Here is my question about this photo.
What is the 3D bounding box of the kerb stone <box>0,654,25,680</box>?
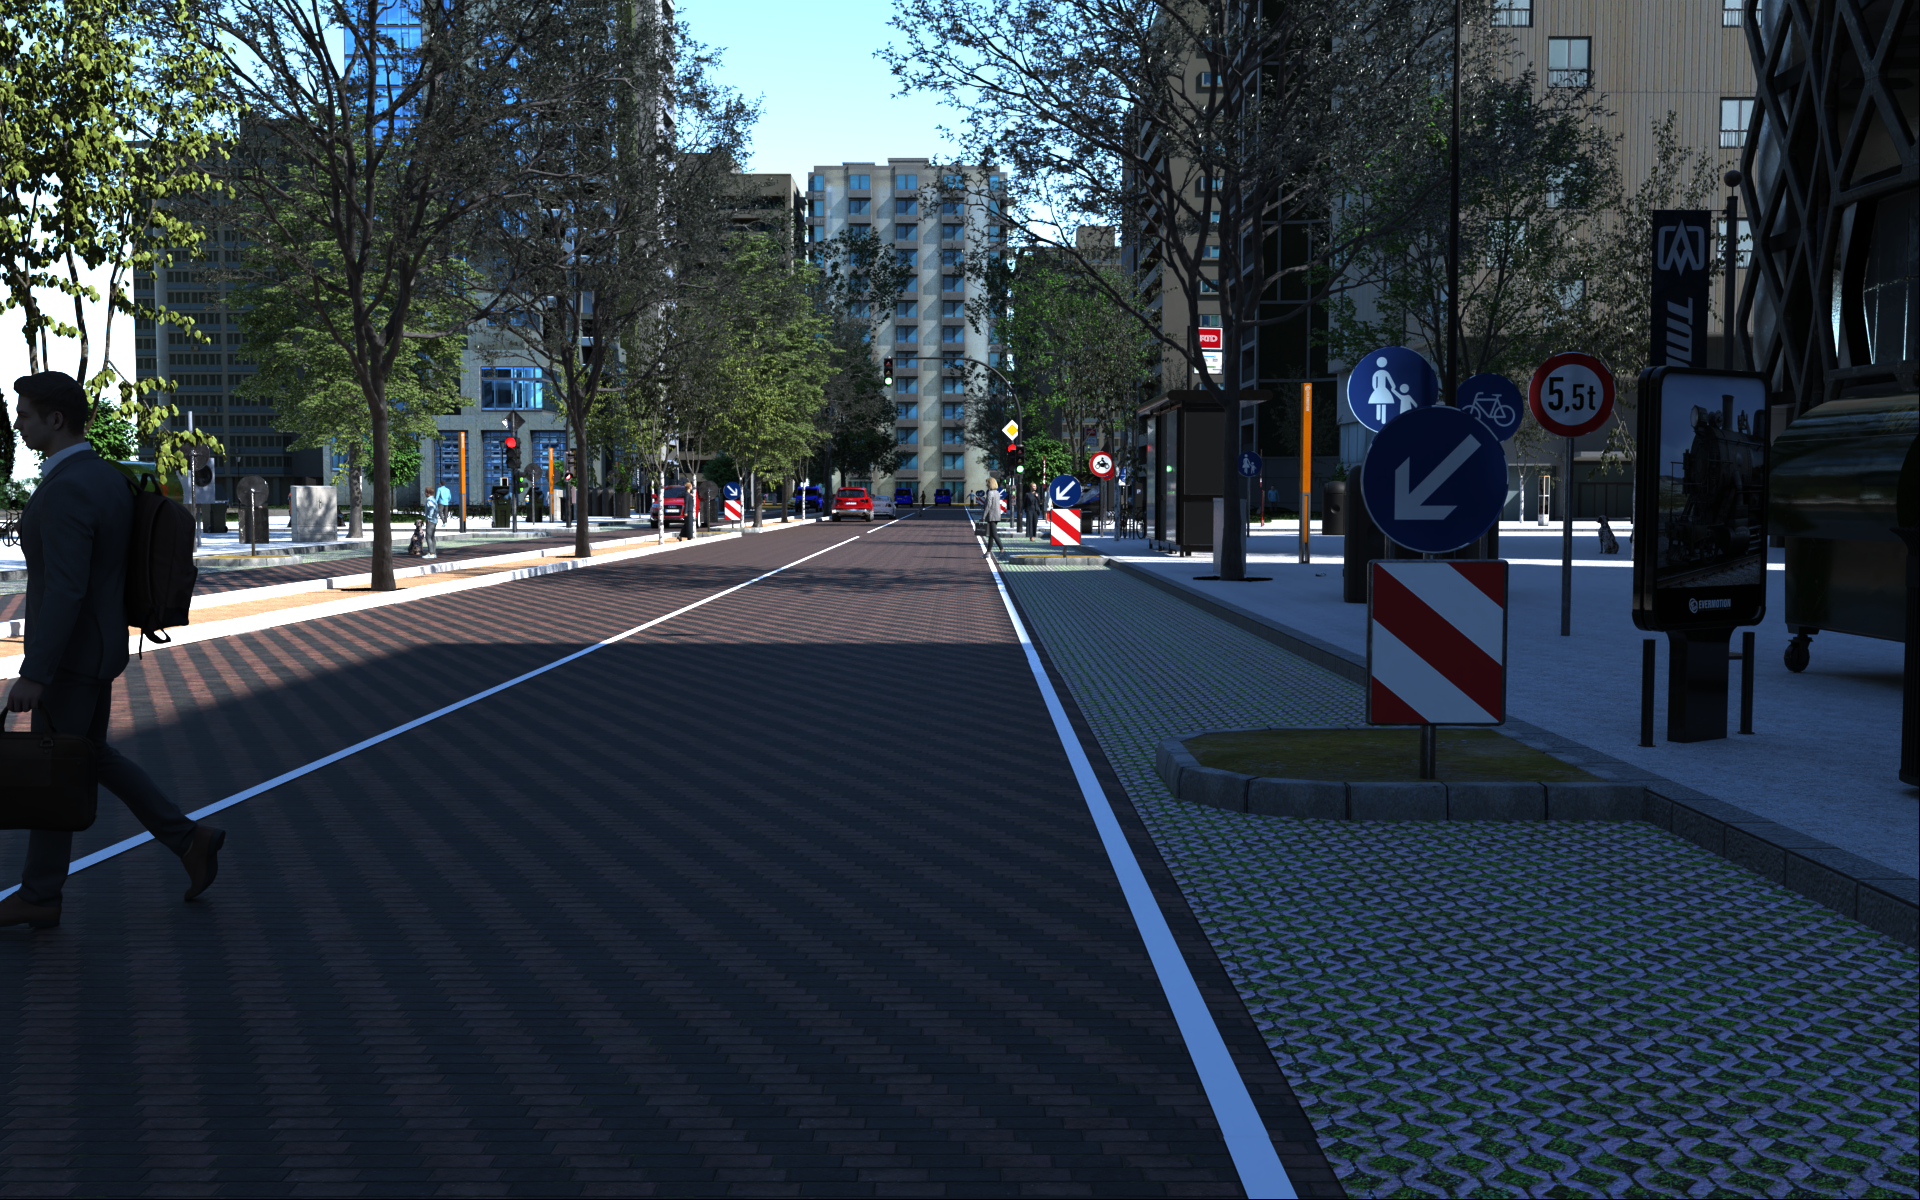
[{"bbox_3d":[-7.437,0.507,13.905,0.120,0.150,1.000,0,3,0],"label":"kerb stone"}]

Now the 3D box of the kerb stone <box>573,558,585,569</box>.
[{"bbox_3d":[-7.445,-0.683,33.374,0.120,0.150,1.000,0,3,0],"label":"kerb stone"}]

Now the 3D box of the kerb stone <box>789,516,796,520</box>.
[{"bbox_3d":[-9.562,-4.667,98.502,0.120,0.150,1.000,0,3,0],"label":"kerb stone"}]

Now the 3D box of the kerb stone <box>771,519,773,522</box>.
[{"bbox_3d":[-9.555,-3.914,86.186,0.120,0.150,1.000,0,3,0],"label":"kerb stone"}]

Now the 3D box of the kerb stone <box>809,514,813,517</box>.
[{"bbox_3d":[-9.560,-5.356,109.774,0.120,0.150,1.000,0,3,0],"label":"kerb stone"}]

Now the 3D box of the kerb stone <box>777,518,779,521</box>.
[{"bbox_3d":[-9.554,-4.098,89.260,0.120,0.150,1.000,0,3,0],"label":"kerb stone"}]

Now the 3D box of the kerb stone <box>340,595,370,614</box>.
[{"bbox_3d":[-7.442,0.068,21.076,0.120,0.150,1.000,0,3,0],"label":"kerb stone"}]

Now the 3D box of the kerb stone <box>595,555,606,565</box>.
[{"bbox_3d":[-7.450,-0.809,35.418,0.120,0.150,1.000,0,3,0],"label":"kerb stone"}]

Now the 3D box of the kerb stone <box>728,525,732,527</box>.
[{"bbox_3d":[-9.552,-2.973,70.810,0.120,0.150,1.000,0,3,0],"label":"kerb stone"}]

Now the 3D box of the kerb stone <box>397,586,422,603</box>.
[{"bbox_3d":[-7.439,-0.053,23.120,0.120,0.150,1.000,0,3,0],"label":"kerb stone"}]

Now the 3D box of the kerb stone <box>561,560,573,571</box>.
[{"bbox_3d":[-7.441,-0.621,32.352,0.120,0.150,1.000,0,3,0],"label":"kerb stone"}]

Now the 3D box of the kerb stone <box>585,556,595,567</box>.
[{"bbox_3d":[-7.457,-0.746,34.396,0.120,0.150,1.000,0,3,0],"label":"kerb stone"}]

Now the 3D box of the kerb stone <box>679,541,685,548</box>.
[{"bbox_3d":[-7.451,-1.426,45.673,0.120,0.150,1.000,0,3,0],"label":"kerb stone"}]

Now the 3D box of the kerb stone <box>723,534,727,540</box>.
[{"bbox_3d":[-7.457,-1.937,53.870,0.120,0.150,1.000,0,3,0],"label":"kerb stone"}]

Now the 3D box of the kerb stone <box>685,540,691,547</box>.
[{"bbox_3d":[-7.452,-1.497,46.699,0.120,0.150,1.000,0,3,0],"label":"kerb stone"}]

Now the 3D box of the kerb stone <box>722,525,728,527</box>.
[{"bbox_3d":[-9.559,-2.904,69.788,0.120,0.150,1.000,0,3,0],"label":"kerb stone"}]

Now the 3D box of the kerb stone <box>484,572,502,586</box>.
[{"bbox_3d":[-7.437,-0.308,27.225,0.120,0.150,1.000,0,3,0],"label":"kerb stone"}]

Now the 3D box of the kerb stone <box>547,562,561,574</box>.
[{"bbox_3d":[-7.447,-0.558,31.323,0.120,0.150,1.000,0,3,0],"label":"kerb stone"}]

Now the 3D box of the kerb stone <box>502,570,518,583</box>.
[{"bbox_3d":[-7.443,-0.370,28.247,0.120,0.150,1.000,0,3,0],"label":"kerb stone"}]

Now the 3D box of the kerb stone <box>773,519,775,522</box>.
[{"bbox_3d":[-9.555,-3.976,87.209,0.120,0.150,1.000,0,3,0],"label":"kerb stone"}]

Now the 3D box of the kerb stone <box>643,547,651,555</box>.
[{"bbox_3d":[-7.443,-1.122,40.545,0.120,0.150,1.000,0,3,0],"label":"kerb stone"}]

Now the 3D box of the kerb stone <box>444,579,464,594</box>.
[{"bbox_3d":[-7.444,-0.179,25.166,0.120,0.150,1.000,0,3,0],"label":"kerb stone"}]

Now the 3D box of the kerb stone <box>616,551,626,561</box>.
[{"bbox_3d":[-7.446,-0.934,37.474,0.120,0.150,1.000,0,3,0],"label":"kerb stone"}]

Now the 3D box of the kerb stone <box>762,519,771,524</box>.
[{"bbox_3d":[-9.553,-3.851,85.161,0.120,0.150,1.000,0,3,0],"label":"kerb stone"}]

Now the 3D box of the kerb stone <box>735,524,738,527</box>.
[{"bbox_3d":[-9.565,-3.095,72.861,0.120,0.150,1.000,0,3,0],"label":"kerb stone"}]

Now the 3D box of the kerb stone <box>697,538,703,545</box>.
[{"bbox_3d":[-7.449,-1.623,48.753,0.120,0.150,1.000,0,3,0],"label":"kerb stone"}]

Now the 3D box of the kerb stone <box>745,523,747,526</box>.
[{"bbox_3d":[-9.554,-3.287,75.939,0.120,0.150,1.000,0,3,0],"label":"kerb stone"}]

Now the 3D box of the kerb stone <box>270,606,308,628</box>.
[{"bbox_3d":[-7.442,0.194,19.031,0.120,0.150,1.000,0,3,0],"label":"kerb stone"}]

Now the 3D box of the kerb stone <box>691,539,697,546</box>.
[{"bbox_3d":[-7.450,-1.561,47.725,0.120,0.150,1.000,0,3,0],"label":"kerb stone"}]

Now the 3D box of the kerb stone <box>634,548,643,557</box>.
[{"bbox_3d":[-7.441,-1.059,39.518,0.120,0.150,1.000,0,3,0],"label":"kerb stone"}]

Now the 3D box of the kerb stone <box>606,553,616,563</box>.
[{"bbox_3d":[-7.447,-0.872,36.447,0.120,0.150,1.000,0,3,0],"label":"kerb stone"}]

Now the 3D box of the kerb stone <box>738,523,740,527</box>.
[{"bbox_3d":[-9.549,-3.159,73.890,0.120,0.150,1.000,0,3,0],"label":"kerb stone"}]

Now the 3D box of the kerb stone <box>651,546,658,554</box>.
[{"bbox_3d":[-7.450,-1.185,41.567,0.120,0.150,1.000,0,3,0],"label":"kerb stone"}]

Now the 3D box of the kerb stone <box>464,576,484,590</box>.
[{"bbox_3d":[-7.443,-0.238,26.191,0.120,0.150,1.000,0,3,0],"label":"kerb stone"}]

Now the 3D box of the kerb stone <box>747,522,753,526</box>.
[{"bbox_3d":[-9.555,-3.412,77.987,0.120,0.150,1.000,0,3,0],"label":"kerb stone"}]

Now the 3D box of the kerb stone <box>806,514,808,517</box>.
[{"bbox_3d":[-9.562,-5.105,105.671,0.120,0.150,1.000,0,3,0],"label":"kerb stone"}]

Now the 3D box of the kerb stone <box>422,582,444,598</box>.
[{"bbox_3d":[-7.445,-0.119,24.144,0.120,0.150,1.000,0,3,0],"label":"kerb stone"}]

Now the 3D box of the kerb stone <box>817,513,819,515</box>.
[{"bbox_3d":[-9.568,-5.607,113.863,0.120,0.150,1.000,0,3,0],"label":"kerb stone"}]

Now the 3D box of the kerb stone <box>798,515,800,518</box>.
[{"bbox_3d":[-9.556,-4.792,100.548,0.120,0.150,1.000,0,3,0],"label":"kerb stone"}]

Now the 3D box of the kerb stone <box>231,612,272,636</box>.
[{"bbox_3d":[-7.438,0.263,18.007,0.120,0.150,1.000,0,3,0],"label":"kerb stone"}]

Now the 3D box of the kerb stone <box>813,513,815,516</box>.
[{"bbox_3d":[-9.559,-5.417,110.796,0.120,0.150,1.000,0,3,0],"label":"kerb stone"}]

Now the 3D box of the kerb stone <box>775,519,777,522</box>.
[{"bbox_3d":[-9.550,-4.039,88.236,0.120,0.150,1.000,0,3,0],"label":"kerb stone"}]

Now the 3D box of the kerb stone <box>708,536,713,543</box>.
[{"bbox_3d":[-7.451,-1.749,50.797,0.120,0.150,1.000,0,3,0],"label":"kerb stone"}]

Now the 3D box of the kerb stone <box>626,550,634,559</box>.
[{"bbox_3d":[-7.448,-0.995,38.496,0.120,0.150,1.000,0,3,0],"label":"kerb stone"}]

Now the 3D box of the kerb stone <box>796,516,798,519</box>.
[{"bbox_3d":[-9.553,-4.729,99.526,0.120,0.150,1.000,0,3,0],"label":"kerb stone"}]

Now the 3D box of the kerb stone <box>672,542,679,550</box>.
[{"bbox_3d":[-7.442,-1.373,44.647,0.120,0.150,1.000,0,3,0],"label":"kerb stone"}]

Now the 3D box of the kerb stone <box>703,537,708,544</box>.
[{"bbox_3d":[-7.446,-1.683,49.775,0.120,0.150,1.000,0,3,0],"label":"kerb stone"}]

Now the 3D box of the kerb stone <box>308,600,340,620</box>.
[{"bbox_3d":[-7.445,0.135,20.054,0.120,0.150,1.000,0,3,0],"label":"kerb stone"}]

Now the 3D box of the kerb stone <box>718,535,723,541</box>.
[{"bbox_3d":[-7.451,-1.875,52.848,0.120,0.150,1.000,0,3,0],"label":"kerb stone"}]

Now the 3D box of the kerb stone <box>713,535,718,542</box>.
[{"bbox_3d":[-7.449,-1.804,51.823,0.120,0.150,1.000,0,3,0],"label":"kerb stone"}]

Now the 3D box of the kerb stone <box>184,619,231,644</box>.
[{"bbox_3d":[-7.446,0.319,16.984,0.120,0.150,1.000,0,3,0],"label":"kerb stone"}]

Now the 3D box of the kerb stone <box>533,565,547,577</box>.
[{"bbox_3d":[-7.444,-0.492,30.301,0.120,0.150,1.000,0,3,0],"label":"kerb stone"}]

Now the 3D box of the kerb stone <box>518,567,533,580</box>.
[{"bbox_3d":[-7.446,-0.433,29.277,0.120,0.150,1.000,0,3,0],"label":"kerb stone"}]

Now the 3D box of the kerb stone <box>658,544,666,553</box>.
[{"bbox_3d":[-7.449,-1.247,42.589,0.120,0.150,1.000,0,3,0],"label":"kerb stone"}]

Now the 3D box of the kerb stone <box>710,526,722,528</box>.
[{"bbox_3d":[-9.543,-2.786,67.738,0.120,0.150,1.000,0,3,0],"label":"kerb stone"}]

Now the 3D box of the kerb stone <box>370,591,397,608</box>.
[{"bbox_3d":[-7.443,0.006,22.098,0.120,0.150,1.000,0,3,0],"label":"kerb stone"}]

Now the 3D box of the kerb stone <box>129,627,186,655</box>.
[{"bbox_3d":[-7.442,0.387,15.960,0.120,0.150,1.000,0,3,0],"label":"kerb stone"}]

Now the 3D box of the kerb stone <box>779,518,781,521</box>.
[{"bbox_3d":[-9.557,-4.165,90.297,0.120,0.150,1.000,0,3,0],"label":"kerb stone"}]

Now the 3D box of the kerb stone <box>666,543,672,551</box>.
[{"bbox_3d":[-7.449,-1.310,43.617,0.120,0.150,1.000,0,3,0],"label":"kerb stone"}]
